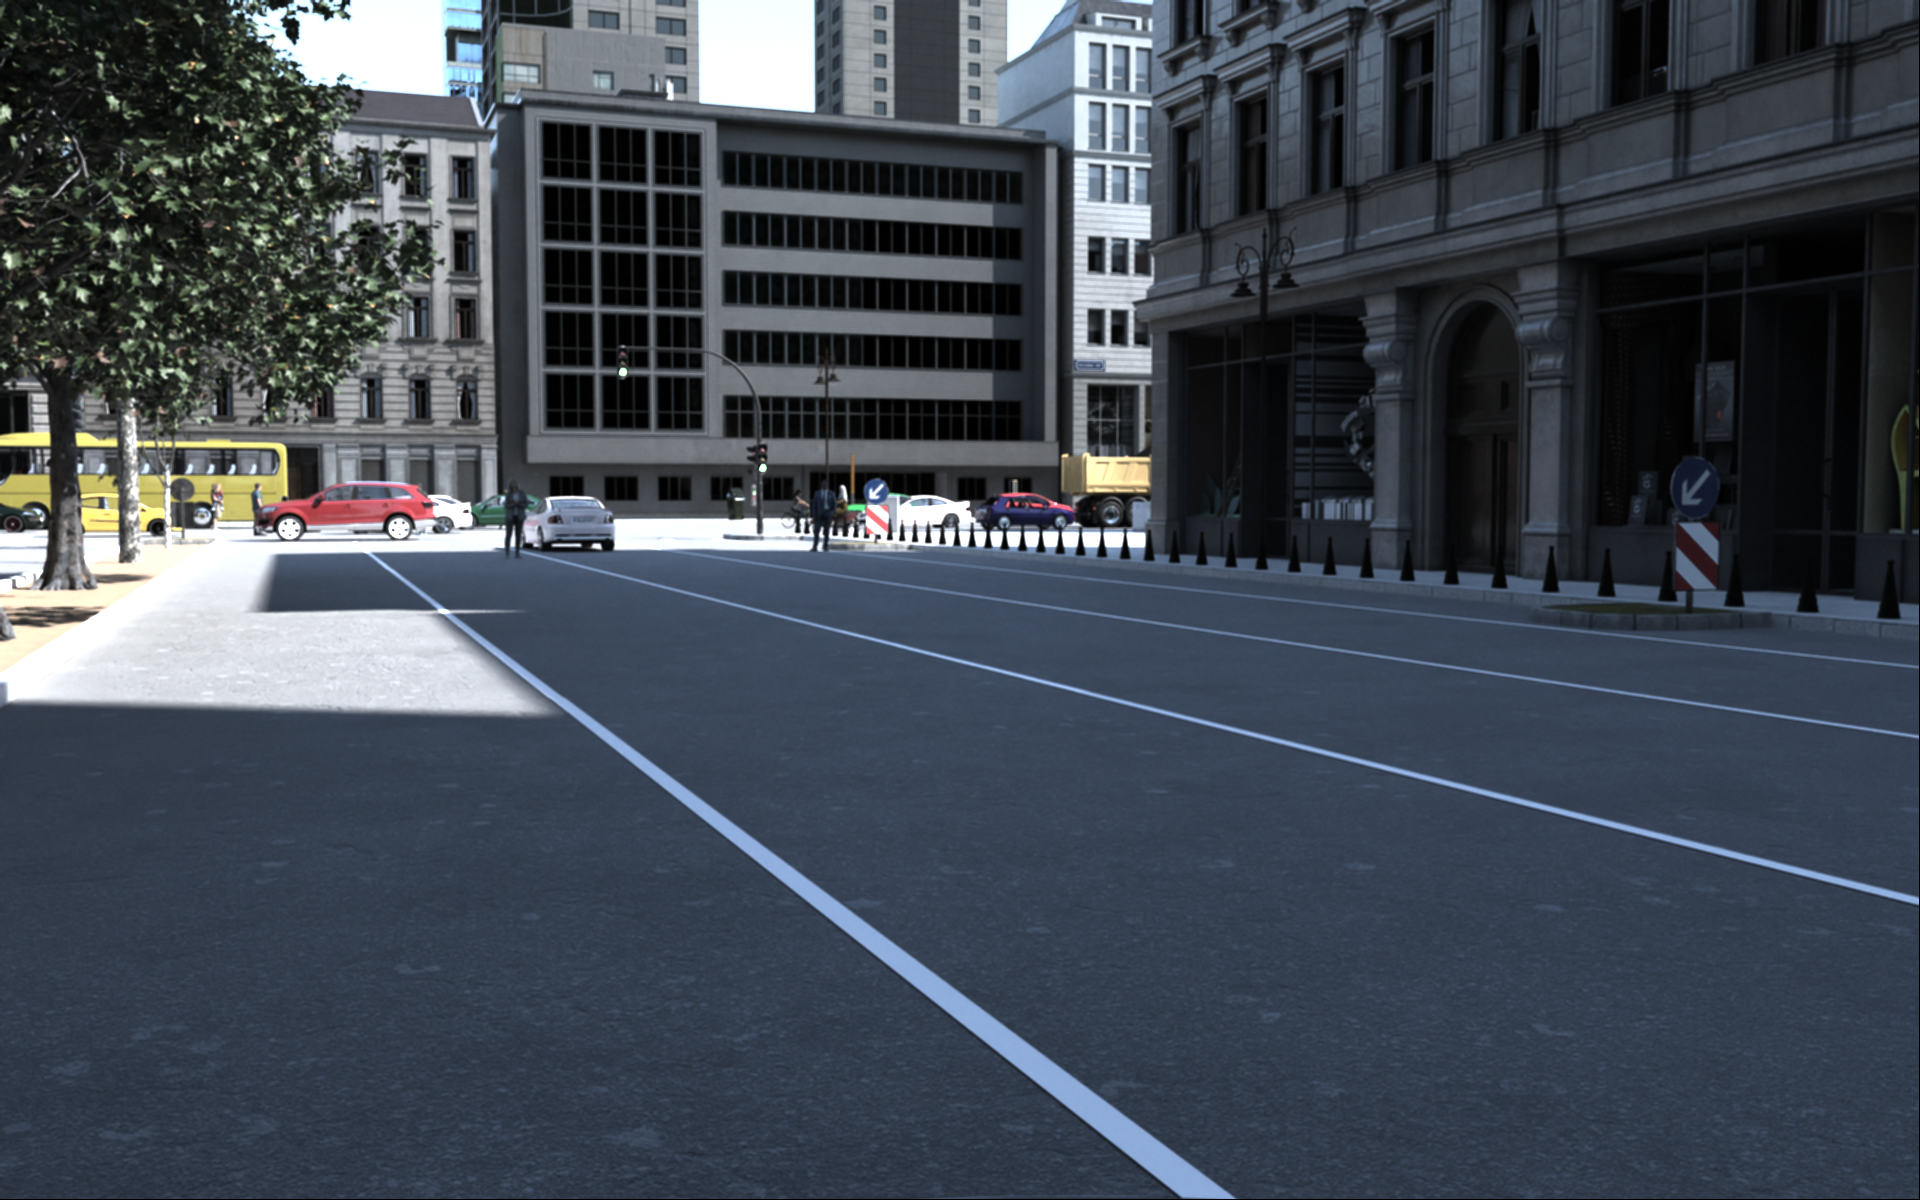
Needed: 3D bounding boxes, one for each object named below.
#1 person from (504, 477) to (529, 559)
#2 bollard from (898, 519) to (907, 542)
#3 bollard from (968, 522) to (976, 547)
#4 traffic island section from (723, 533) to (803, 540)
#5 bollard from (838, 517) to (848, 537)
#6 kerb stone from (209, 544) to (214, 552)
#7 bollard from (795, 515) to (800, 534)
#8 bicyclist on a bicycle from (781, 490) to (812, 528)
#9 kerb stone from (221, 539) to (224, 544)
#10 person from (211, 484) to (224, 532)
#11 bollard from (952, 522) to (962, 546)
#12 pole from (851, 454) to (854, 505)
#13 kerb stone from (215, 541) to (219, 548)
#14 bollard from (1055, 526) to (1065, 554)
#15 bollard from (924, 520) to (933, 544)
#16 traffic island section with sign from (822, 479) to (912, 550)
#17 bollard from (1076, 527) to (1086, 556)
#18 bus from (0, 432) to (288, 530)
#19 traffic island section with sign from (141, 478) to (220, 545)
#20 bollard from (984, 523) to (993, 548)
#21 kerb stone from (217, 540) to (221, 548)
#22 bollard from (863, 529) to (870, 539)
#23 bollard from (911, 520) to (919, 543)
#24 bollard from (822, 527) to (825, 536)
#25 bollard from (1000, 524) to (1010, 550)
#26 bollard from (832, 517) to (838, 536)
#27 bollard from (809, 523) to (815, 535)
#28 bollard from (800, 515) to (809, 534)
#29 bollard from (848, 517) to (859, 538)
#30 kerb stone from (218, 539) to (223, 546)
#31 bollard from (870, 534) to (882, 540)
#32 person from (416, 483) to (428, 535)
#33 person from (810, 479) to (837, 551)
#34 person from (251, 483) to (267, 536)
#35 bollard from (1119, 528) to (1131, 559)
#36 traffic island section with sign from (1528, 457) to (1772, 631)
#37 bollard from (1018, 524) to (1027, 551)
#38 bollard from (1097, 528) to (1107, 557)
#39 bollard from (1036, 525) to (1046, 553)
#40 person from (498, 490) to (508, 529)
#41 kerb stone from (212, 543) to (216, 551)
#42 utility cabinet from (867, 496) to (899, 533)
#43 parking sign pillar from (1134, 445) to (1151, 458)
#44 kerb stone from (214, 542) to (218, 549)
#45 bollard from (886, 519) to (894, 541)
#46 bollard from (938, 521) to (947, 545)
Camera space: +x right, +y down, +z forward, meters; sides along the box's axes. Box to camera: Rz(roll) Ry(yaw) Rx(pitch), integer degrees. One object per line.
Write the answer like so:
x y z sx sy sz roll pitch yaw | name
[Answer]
-9.891 -1.831 38.617 0.537 1.800 0.526 -1 4 -13 | person
-1.559 -1.878 46.750 0.229 0.601 0.229 0 3 0 | bollard
0.294 -1.585 41.950 0.229 0.601 0.229 0 3 0 | bollard
-6.335 -1.999 54.957 2.009 0.180 2.903 -1 4 -21 | traffic island section
-3.416 -2.173 51.570 0.229 0.601 0.229 0 3 0 | bollard
-18.018 -1.180 41.496 0.120 0.150 1.000 -1 4 -21 | kerb stone
-5.276 -2.467 56.378 0.229 0.601 0.229 0 3 0 | bollard
-6.812 -3.880 73.461 1.625 1.676 1.499 -1 4 -22 | bicyclist on a bicycle
-20.239 -1.533 47.255 0.120 0.150 1.000 -1 4 -21 | kerb stone
-28.351 -3.522 66.061 0.580 1.828 0.573 2 4 24 | person
-0.074 -1.644 42.913 0.229 0.601 0.229 0 3 0 | bollard
-5.492 -5.802 88.710 0.158 3.312 0.155 0 3 0 | pole
-19.127 -1.356 44.370 0.120 0.150 1.000 -1 4 -21 | kerb stone
2.150 -1.291 37.145 0.229 0.601 0.229 0 3 0 | bollard
-0.819 -1.761 44.833 0.229 0.601 0.229 0 3 0 | bollard
-2.511 -2.225 45.013 1.989 1.847 2.006 -1 4 -21 | traffic island section with sign
2.520 -1.232 36.187 0.229 0.601 0.229 0 3 0 | bollard
-34.068 -4.847 70.801 12.252 3.916 2.896 -1 4 -22 | bus
-22.110 -2.509 49.153 2.006 1.907 1.989 -1 4 -21 | traffic island section with sign
0.668 -1.526 40.993 0.229 0.601 0.229 0 3 0 | bollard
-19.489 -1.415 45.336 0.120 0.150 1.000 -1 4 -21 | kerb stone
-2.677 -2.055 49.648 0.229 0.601 0.229 0 3 0 | bollard
-1.188 -1.820 45.792 0.229 0.601 0.229 0 3 0 | bollard
-4.154 -2.291 53.492 0.229 0.601 0.229 0 3 0 | bollard
1.035 -1.467 40.027 0.229 0.601 0.229 0 3 0 | bollard
-3.786 -2.232 52.528 0.229 0.601 0.229 0 3 0 | bollard
-4.527 -2.349 54.451 0.229 0.601 0.229 0 3 0 | bollard
-4.899 -2.408 55.408 0.229 0.601 0.229 0 3 0 | bollard
-3.042 -2.114 50.608 0.229 0.601 0.229 0 3 0 | bollard
-19.861 -1.474 46.292 0.120 0.150 1.000 -1 4 -21 | kerb stone
-2.306 -1.997 48.691 0.229 0.601 0.229 0 3 0 | bollard
-18.729 -3.147 60.089 0.434 1.807 0.598 3 5 40 | person
-3.446 -2.130 43.513 0.721 1.800 0.419 -1 4 -11 | person
-24.112 -3.116 59.579 0.434 1.807 0.598 -2 4 -34 | person
3.268 -1.114 34.252 0.229 0.601 0.229 0 3 0 | bollard
7.469 -0.644 19.162 1.989 1.847 2.006 -1 4 -21 | traffic island section with sign
1.412 -1.408 39.062 0.229 0.601 0.229 0 3 0 | bollard
2.890 -1.174 35.230 0.229 0.601 0.229 0 3 0 | bollard
1.781 -1.349 38.104 0.229 0.601 0.229 0 3 0 | bollard
-18.791 -3.748 71.585 0.589 1.601 0.330 -1 4 -23 | person
-18.384 -1.239 42.455 0.120 0.150 1.000 -1 4 -21 | kerb stone
-2.511 -2.777 56.564 1.020 1.237 0.306 0 4 7 | utility cabinet
9.752 -6.471 94.280 1.447 3.967 1.447 0 4 2 | parking sign pillar
-18.754 -1.298 43.414 0.120 0.150 1.000 -1 4 -21 | kerb stone
-1.931 -1.937 47.717 0.229 0.601 0.229 0 3 0 | bollard
-0.442 -1.702 43.872 0.229 0.601 0.229 0 3 0 | bollard
